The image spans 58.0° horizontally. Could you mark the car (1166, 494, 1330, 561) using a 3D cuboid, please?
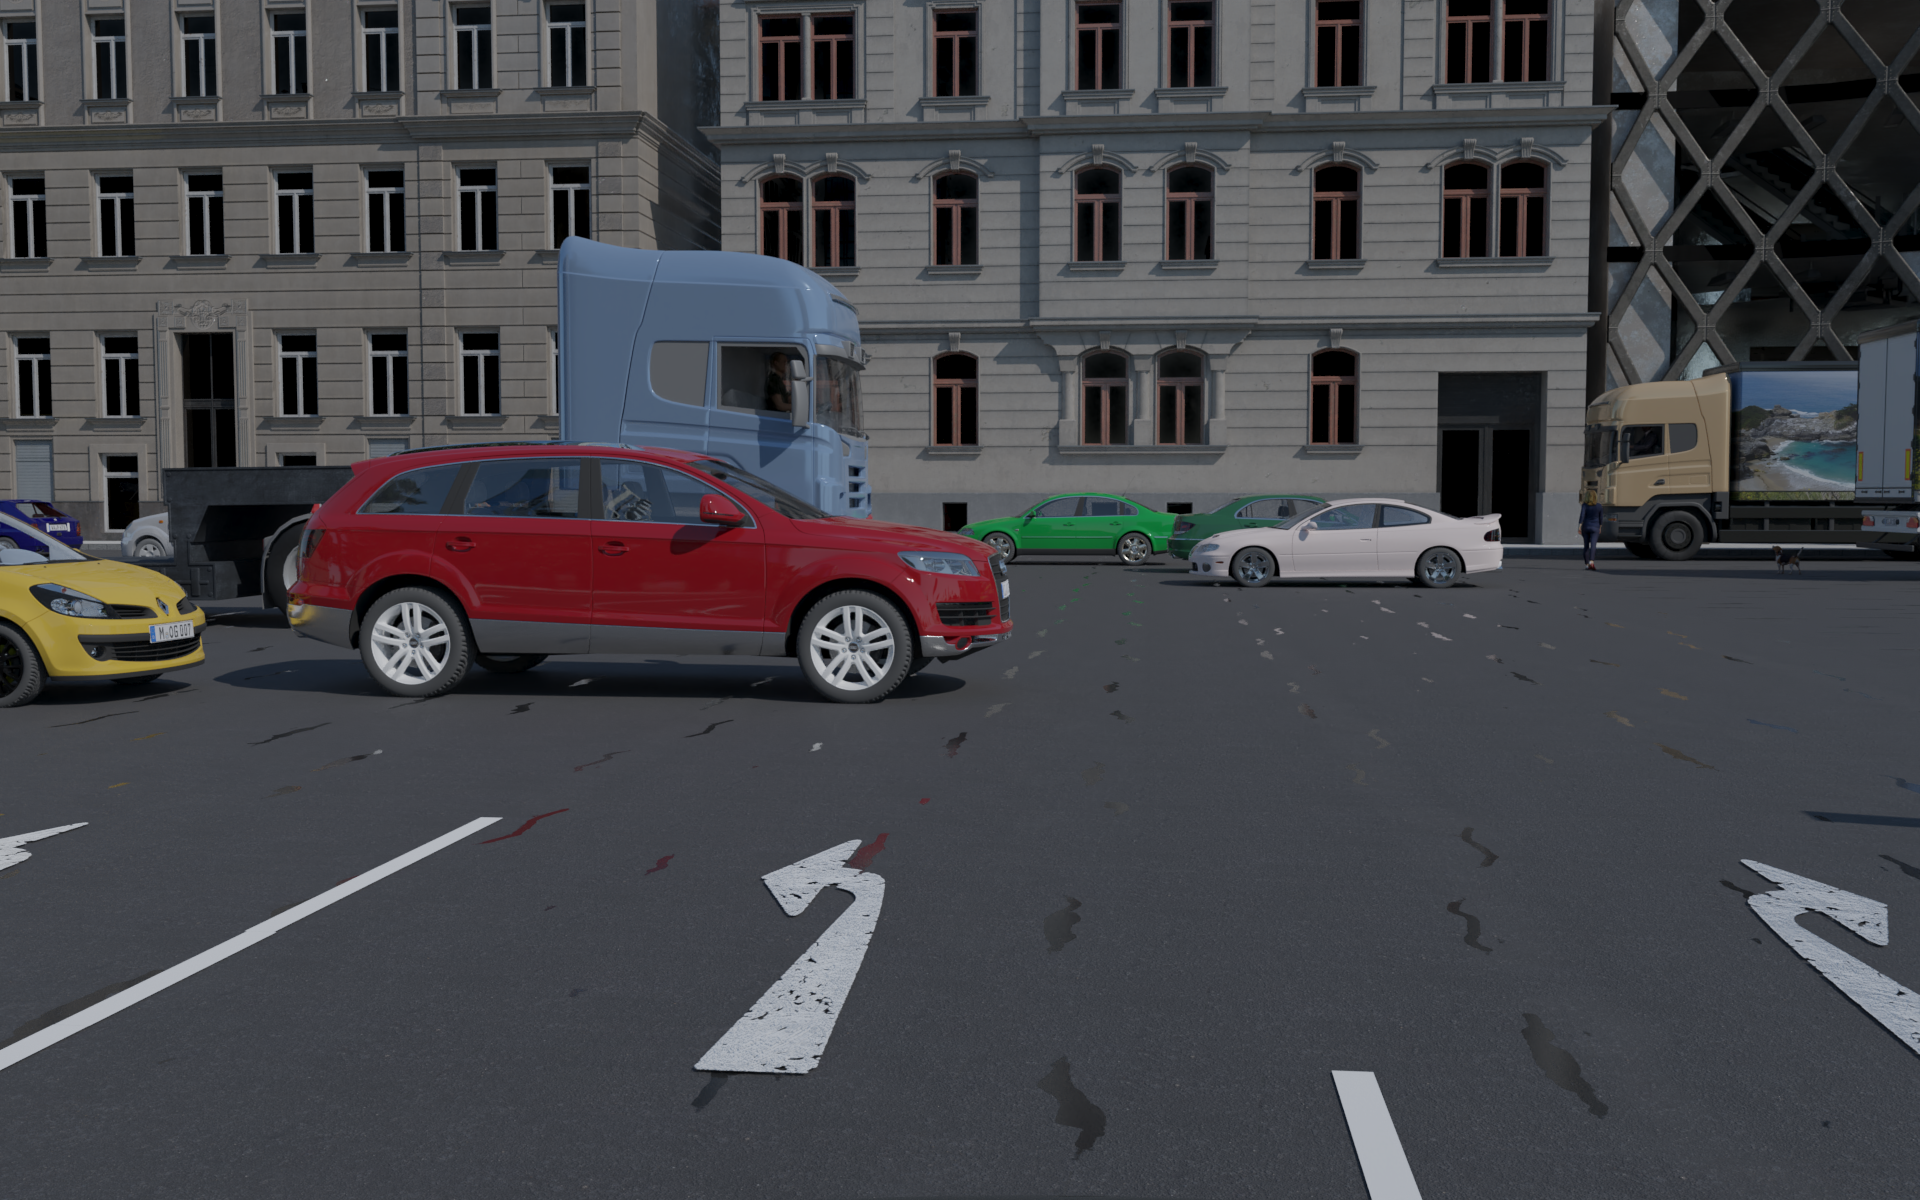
[{"bbox_3d":[6.250,-1.216,31.677,4.920,1.459,2.131,0,4,6],"label":"car"}]

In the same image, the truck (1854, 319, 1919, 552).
[{"bbox_3d":[20.940,-2.403,28.211,11.283,4.237,2.839,0,4,7],"label":"truck"}]

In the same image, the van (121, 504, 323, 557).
[{"bbox_3d":[-13.712,-1.579,32.825,4.112,2.044,2.013,0,4,5],"label":"van"}]

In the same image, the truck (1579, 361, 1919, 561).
[{"bbox_3d":[18.804,-2.978,37.611,11.283,4.237,2.839,0,4,6],"label":"truck"}]

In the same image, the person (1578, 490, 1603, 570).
[{"bbox_3d":[11.899,-1.320,32.628,0.480,1.512,0.613,0,4,-1],"label":"person"}]

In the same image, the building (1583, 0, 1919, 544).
[{"bbox_3d":[25.567,-11.122,49.299,16.811,18.784,16.820,0,4,6],"label":"building"}]

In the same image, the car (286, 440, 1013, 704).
[{"bbox_3d":[-2.254,-0.260,12.925,5.304,1.827,2.281,0,4,7],"label":"car"}]

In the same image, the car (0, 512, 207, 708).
[{"bbox_3d":[-7.534,-0.140,12.512,3.980,1.641,2.015,0,4,7],"label":"car"}]

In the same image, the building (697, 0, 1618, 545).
[{"bbox_3d":[5.366,-16.059,49.947,23.554,28.519,14.401,0,4,6],"label":"building"}]

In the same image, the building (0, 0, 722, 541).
[{"bbox_3d":[-19.752,-15.562,51.708,25.104,27.353,12.463,0,4,6],"label":"building"}]

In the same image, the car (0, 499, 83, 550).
[{"bbox_3d":[-19.687,-1.340,34.483,3.894,1.354,1.945,0,4,7],"label":"car"}]

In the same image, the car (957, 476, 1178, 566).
[{"bbox_3d":[2.225,-1.631,35.455,4.718,1.807,1.959,0,4,6],"label":"car"}]

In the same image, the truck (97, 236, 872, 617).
[{"bbox_3d":[-9.746,-1.827,19.637,18.799,4.110,2.967,0,4,5],"label":"truck"}]

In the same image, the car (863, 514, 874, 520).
[{"bbox_3d":[-4.089,-1.812,38.659,4.494,1.783,2.155,0,4,6],"label":"car"}]

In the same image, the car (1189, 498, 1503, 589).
[{"bbox_3d":[6.031,-0.910,27.240,4.827,1.381,2.083,0,4,5],"label":"car"}]

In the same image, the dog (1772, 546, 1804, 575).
[{"bbox_3d":[14.782,-0.713,30.943,0.540,0.507,0.406,2,4,30],"label":"dog"}]
